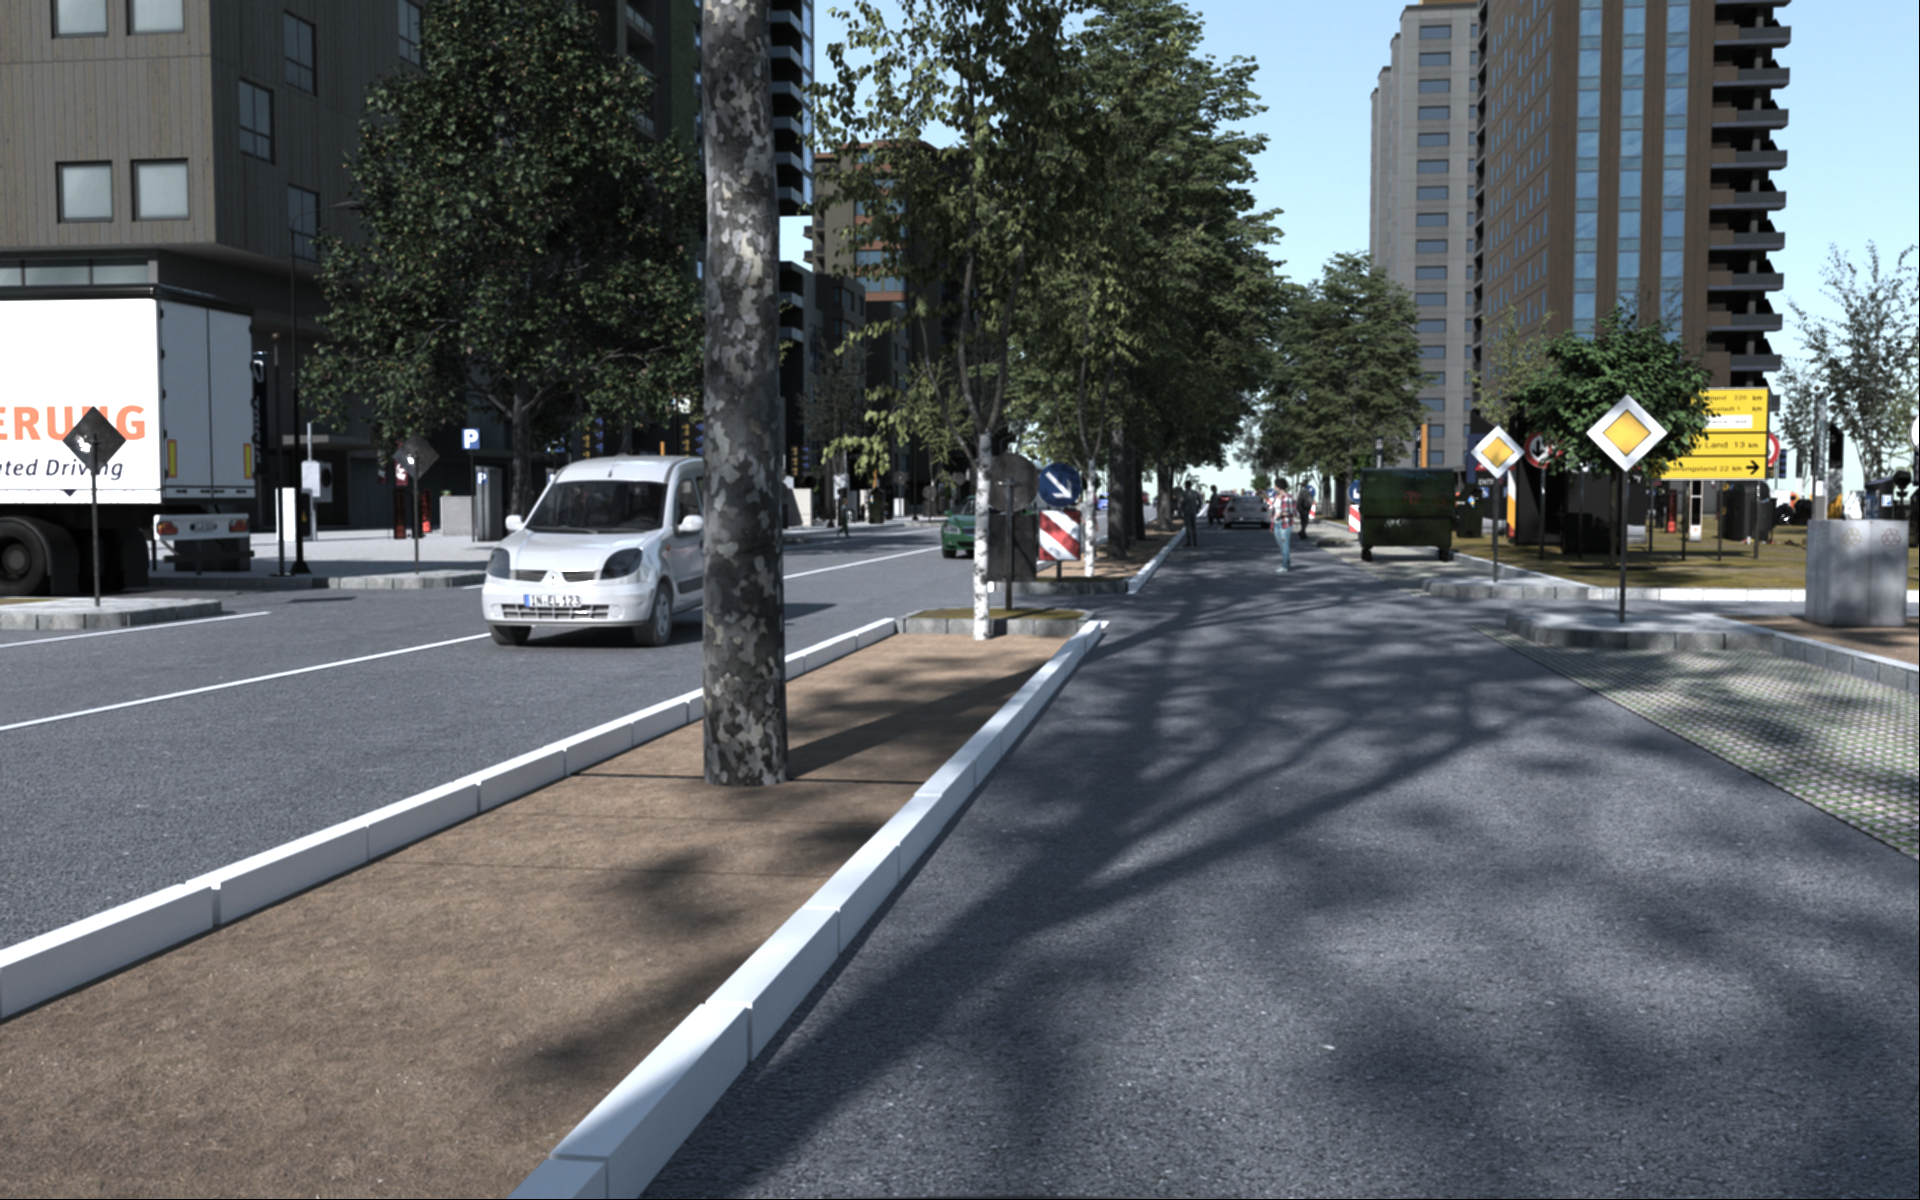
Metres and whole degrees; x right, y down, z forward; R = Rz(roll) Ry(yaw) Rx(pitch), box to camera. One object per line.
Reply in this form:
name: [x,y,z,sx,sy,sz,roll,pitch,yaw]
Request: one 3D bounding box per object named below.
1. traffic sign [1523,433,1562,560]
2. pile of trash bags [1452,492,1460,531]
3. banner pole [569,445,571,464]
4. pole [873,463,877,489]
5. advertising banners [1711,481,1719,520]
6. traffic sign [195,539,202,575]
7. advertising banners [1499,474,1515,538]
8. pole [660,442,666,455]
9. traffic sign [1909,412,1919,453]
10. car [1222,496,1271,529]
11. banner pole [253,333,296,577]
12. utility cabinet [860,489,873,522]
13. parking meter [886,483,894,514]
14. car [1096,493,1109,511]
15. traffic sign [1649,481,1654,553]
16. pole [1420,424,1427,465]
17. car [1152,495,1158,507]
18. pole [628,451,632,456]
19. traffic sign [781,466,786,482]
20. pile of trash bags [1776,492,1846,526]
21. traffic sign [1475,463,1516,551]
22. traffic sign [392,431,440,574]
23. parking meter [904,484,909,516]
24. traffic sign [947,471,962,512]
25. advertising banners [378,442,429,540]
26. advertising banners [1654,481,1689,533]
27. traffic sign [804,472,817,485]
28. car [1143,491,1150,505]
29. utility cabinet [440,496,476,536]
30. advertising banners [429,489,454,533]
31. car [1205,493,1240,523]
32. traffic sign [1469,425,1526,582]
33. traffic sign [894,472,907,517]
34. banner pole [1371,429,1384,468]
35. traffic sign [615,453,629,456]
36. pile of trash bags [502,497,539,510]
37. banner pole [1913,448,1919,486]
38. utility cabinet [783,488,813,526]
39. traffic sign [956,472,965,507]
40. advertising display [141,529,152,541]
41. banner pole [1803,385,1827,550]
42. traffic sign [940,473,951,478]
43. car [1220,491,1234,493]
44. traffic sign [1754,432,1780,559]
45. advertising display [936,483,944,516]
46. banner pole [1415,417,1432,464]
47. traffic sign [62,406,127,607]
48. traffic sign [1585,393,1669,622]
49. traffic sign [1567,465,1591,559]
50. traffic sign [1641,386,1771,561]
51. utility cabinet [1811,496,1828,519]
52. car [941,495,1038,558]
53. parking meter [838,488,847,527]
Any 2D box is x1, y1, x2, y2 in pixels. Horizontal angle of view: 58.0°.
traffic sign: [11.363,-2.059,33.769,0.768,2.556,0.104,1,4,10]
pile of trash bags: [17.096,-3.083,60.166,3.447,1.369,1.912,0,4,0]
banner pole: [-13.486,-4.276,59.934,0.401,3.779,0.863,-1,4,-16]
pole: [-4.877,-6.451,99.320,0.158,3.312,0.155,0,3,0]
advertising banners: [38.049,-5.536,86.703,2.074,3.025,0.090,-3,5,-40]
traffic sign: [-12.039,-1.664,27.318,0.768,2.556,0.104,1,4,10]
advertising banners: [16.087,-3.316,50.402,2.074,3.025,0.090,-3,5,-40]
pole: [-11.545,-4.501,67.434,0.158,3.312,0.155,0,3,0]
traffic sign: [14.014,-1.515,24.882,0.768,2.556,0.104,1,4,14]
car: [12.102,-3.717,73.140,2.083,1.381,4.827,0,4,8]
banner pole: [-10.833,-2.260,26.962,0.863,3.779,0.401,0,4,-3]
utility cabinet: [-4.711,-4.810,87.324,0.318,1.500,1.173,1,4,15]
parking meter: [-3.836,-5.477,95.266,0.399,1.863,0.255,0,4,8]
car: [12.763,-8.622,150.554,1.945,1.707,3.694,0,4,8]
traffic sign: [15.017,-2.299,37.588,0.884,2.594,0.081,1,4,18]
pole: [13.548,-3.476,50.676,0.158,3.312,0.155,0,3,0]
car: [21.769,-10.688,187.329,1.945,1.354,3.894,0,4,7]
pole: [-15.707,-5.417,82.412,0.158,3.312,0.155,0,3,0]
traffic sign: [-8.167,-4.747,77.715,0.768,2.556,0.104,1,4,10]
pile of trash bags: [33.743,-3.701,70.265,3.447,1.369,1.912,-1,4,-16]
traffic sign: [11.984,-2.374,38.825,0.884,2.594,0.081,1,4,15]
traffic sign: [-8.671,-1.466,27.612,0.795,2.450,0.064,1,4,8]
parking meter: [-3.118,-5.788,100.340,0.255,1.863,0.399,-1,4,-8]
traffic sign: [-0.315,-6.053,98.968,0.884,2.594,0.081,1,4,11]
advertising banners: [-15.926,-3.245,49.237,0.090,3.025,2.074,1,4,22]
advertising banners: [23.403,-3.711,56.870,2.074,3.025,0.090,-2,4,-27]
traffic sign: [-6.807,-4.700,78.979,0.606,2.300,0.079,1,4,9]
car: [22.970,-12.931,220.090,2.281,1.827,5.304,1,4,10]
utility cabinet: [-15.379,-2.563,53.069,1.020,1.237,0.306,-2,4,-35]
advertising banners: [-17.628,-3.721,57.020,2.074,3.025,0.090,0,4,-7]
car: [13.431,-4.786,87.284,2.155,1.783,4.494,0,4,8]
traffic sign: [7.790,-1.316,25.154,0.795,2.450,0.064,1,4,8]
traffic sign: [-3.402,-6.012,98.408,0.768,2.556,0.104,1,4,13]
banner pole: [15.869,-4.650,66.048,0.401,3.779,0.863,-2,4,-26]
traffic sign: [-10.432,-3.265,53.484,0.768,2.556,0.104,1,4,17]
pile of trash bags: [-15.871,-3.450,66.159,3.447,1.369,1.912,-2,4,-31]
banner pole: [37.364,-4.734,67.415,0.401,3.779,0.863,0,4,-6]
utility cabinet: [-6.401,-3.653,68.412,1.173,1.500,0.318,1,4,13]
traffic sign: [-0.064,-6.201,101.498,0.768,2.556,0.104,1,4,14]
advertising display: [-22.270,-2.585,47.484,0.974,1.923,0.123,-1,4,-13]
banner pole: [19.896,-3.065,40.137,0.863,3.779,0.401,-3,5,-44]
traffic sign: [-0.856,-6.228,101.936,0.768,2.556,0.104,1,4,12]
car: [29.033,-10.996,188.449,2.281,1.827,5.304,0,4,7]
traffic sign: [15.805,-2.092,34.313,0.768,2.556,0.104,1,4,12]
advertising display: [-1.106,-5.670,97.911,0.123,1.923,0.974,1,4,20]
banner pole: [15.106,-4.061,56.414,0.401,3.779,0.863,-2,4,-27]
traffic sign: [-9.845,-0.983,19.713,0.795,2.450,0.064,1,4,8]
traffic sign: [6.616,-0.833,17.256,0.795,2.450,0.064,1,4,8]
traffic sign: [12.182,-1.947,33.970,0.606,2.300,0.079,1,4,13]
traffic sign: [14.203,-2.397,33.068,2.265,3.308,0.079,1,4,13]
utility cabinet: [34.114,-3.512,68.575,0.306,1.237,1.020,0,4,-2]
car: [0.786,-1.726,40.026,2.131,1.459,4.920,1,4,10]
parking meter: [-4.656,-3.676,68.506,0.372,1.533,0.369,0,3,0]
